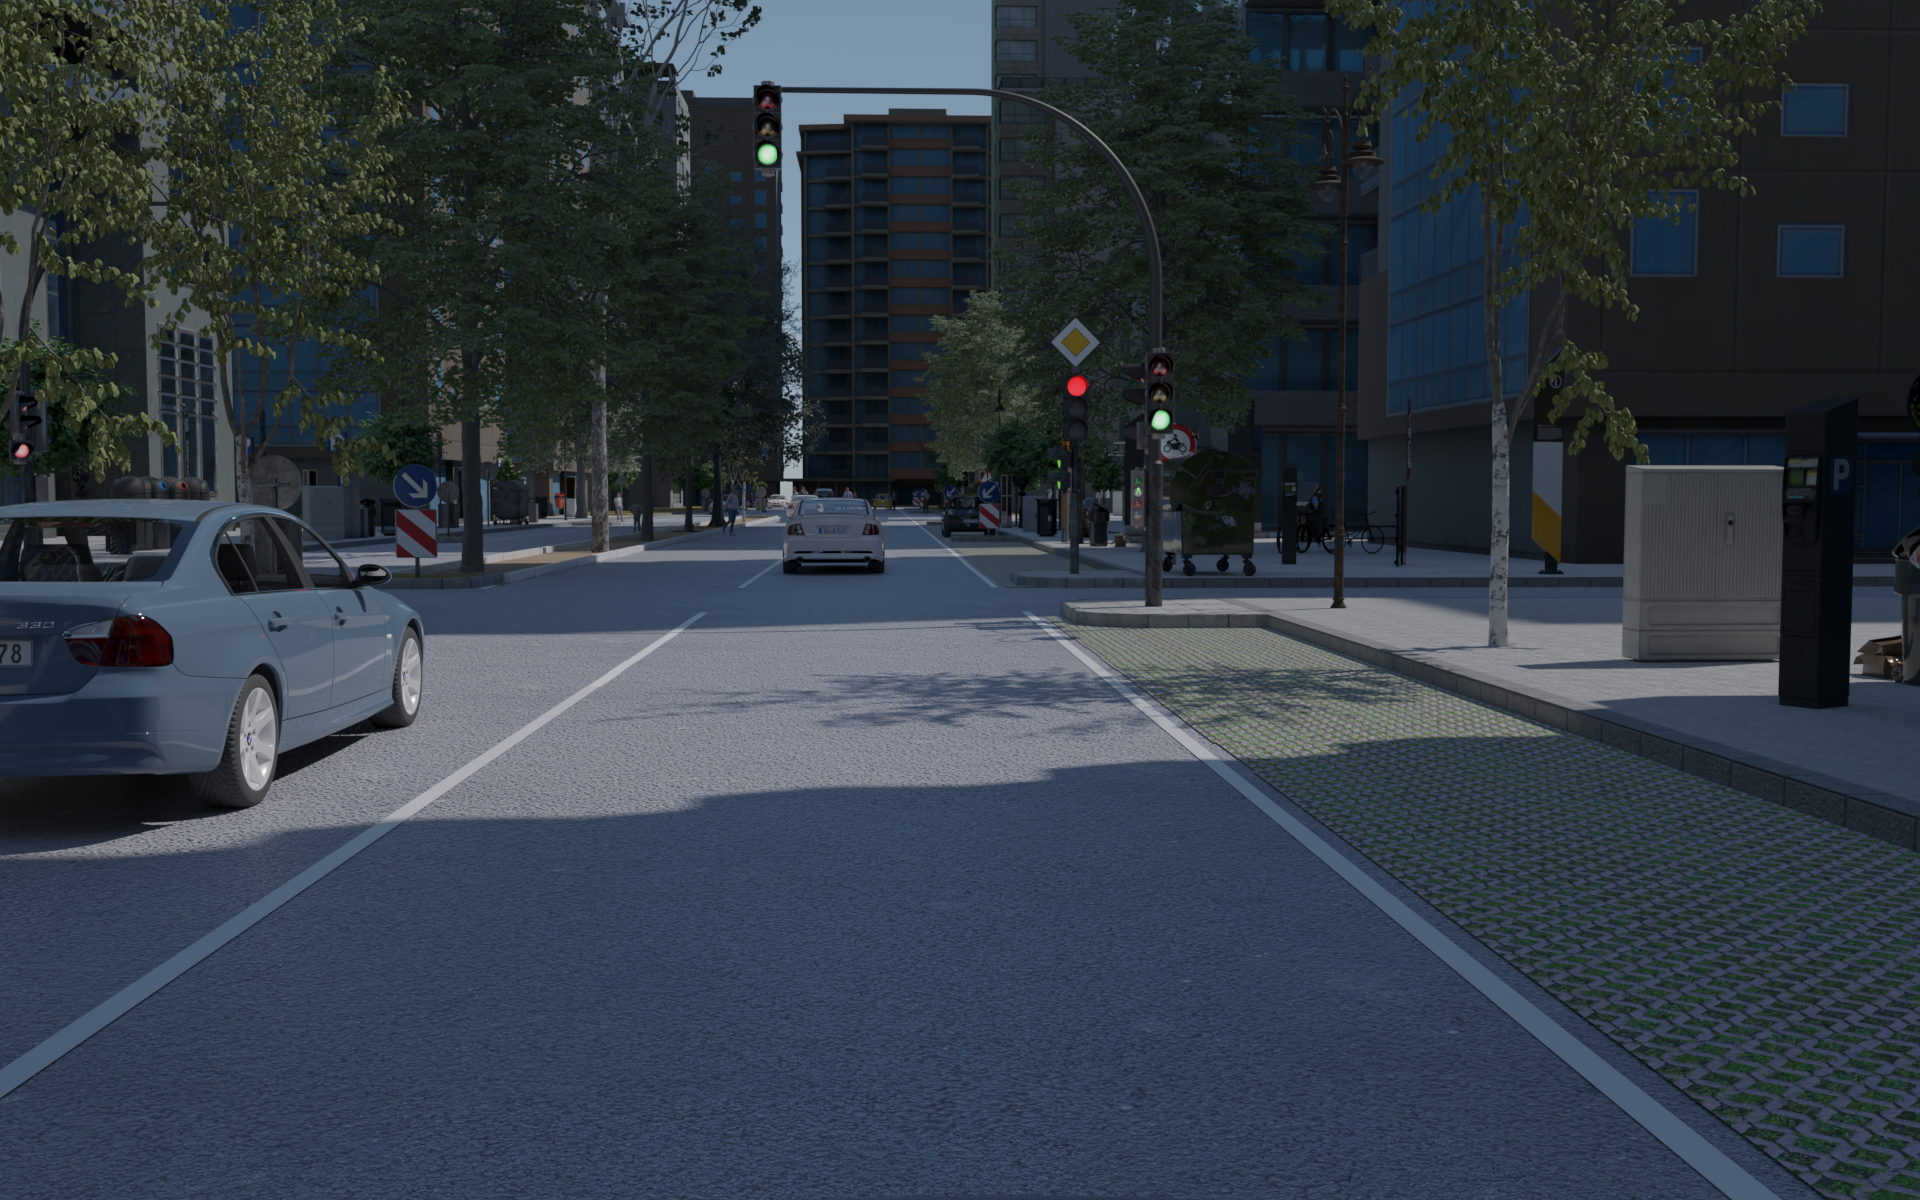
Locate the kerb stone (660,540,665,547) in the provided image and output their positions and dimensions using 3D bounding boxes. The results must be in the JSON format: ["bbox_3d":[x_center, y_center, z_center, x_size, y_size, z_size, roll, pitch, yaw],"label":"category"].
[{"bbox_3d":[-8.172,-1.507,46.834,0.120,0.150,1.000,0,4,-3],"label":"kerb stone"}]

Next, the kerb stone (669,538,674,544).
[{"bbox_3d":[-8.271,-1.631,48.876,0.120,0.150,1.000,0,4,-3],"label":"kerb stone"}]

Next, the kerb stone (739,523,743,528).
[{"bbox_3d":[-9.411,-3.135,73.451,0.120,0.150,1.000,0,4,-3],"label":"kerb stone"}]

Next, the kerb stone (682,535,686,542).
[{"bbox_3d":[-8.412,-1.815,51.946,0.120,0.150,1.000,0,4,-3],"label":"kerb stone"}]

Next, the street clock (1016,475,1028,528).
[{"bbox_3d":[2.312,-3.675,64.662,0.358,2.002,0.471,3,5,43],"label":"street clock"}]

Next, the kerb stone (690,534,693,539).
[{"bbox_3d":[-8.521,-1.945,53.992,0.120,0.150,1.000,0,4,-3],"label":"kerb stone"}]

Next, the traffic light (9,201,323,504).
[{"bbox_3d":[-12.391,-3.203,27.041,4.771,5.953,1.251,0,4,-3],"label":"traffic light"}]

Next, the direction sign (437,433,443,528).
[{"bbox_3d":[-19.410,-4.444,64.650,0.379,3.537,0.876,-2,4,-27],"label":"direction sign"}]

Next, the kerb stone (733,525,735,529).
[{"bbox_3d":[-9.220,-2.884,69.356,0.120,0.150,1.000,0,4,-3],"label":"kerb stone"}]

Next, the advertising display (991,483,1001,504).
[{"bbox_3d":[1.840,-4.505,78.866,0.974,1.923,0.123,2,4,34],"label":"advertising display"}]

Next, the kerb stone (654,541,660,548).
[{"bbox_3d":[-8.135,-1.442,45.811,0.120,0.150,1.000,0,4,-3],"label":"kerb stone"}]

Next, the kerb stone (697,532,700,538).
[{"bbox_3d":[-8.607,-2.070,56.048,0.120,0.150,1.000,0,4,-3],"label":"kerb stone"}]

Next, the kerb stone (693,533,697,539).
[{"bbox_3d":[-8.557,-1.998,55.023,0.120,0.150,1.000,0,4,-3],"label":"kerb stone"}]

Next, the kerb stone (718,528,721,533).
[{"bbox_3d":[-8.934,-2.508,63.216,0.120,0.150,1.000,0,4,-3],"label":"kerb stone"}]

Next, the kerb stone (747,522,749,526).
[{"bbox_3d":[-9.539,-3.318,76.518,0.120,0.150,1.000,0,4,-3],"label":"kerb stone"}]

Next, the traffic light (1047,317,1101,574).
[{"bbox_3d":[1.817,-2.370,27.676,0.839,4.253,0.868,0,4,-3],"label":"traffic light"}]

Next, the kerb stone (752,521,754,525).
[{"bbox_3d":[-9.690,-3.510,79.583,0.120,0.150,1.000,0,4,-3],"label":"kerb stone"}]

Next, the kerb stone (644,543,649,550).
[{"bbox_3d":[-8.044,-1.311,43.769,0.120,0.150,1.000,0,4,-3],"label":"kerb stone"}]

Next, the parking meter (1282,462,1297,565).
[{"bbox_3d":[6.007,-1.582,31.577,0.255,1.863,0.399,1,4,9],"label":"parking meter"}]

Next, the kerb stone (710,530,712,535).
[{"bbox_3d":[-8.794,-2.321,60.140,0.120,0.150,1.000,0,4,-3],"label":"kerb stone"}]

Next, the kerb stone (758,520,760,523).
[{"bbox_3d":[-9.883,-3.761,83.681,0.120,0.150,1.000,0,4,-3],"label":"kerb stone"}]

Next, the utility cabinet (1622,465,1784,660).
[{"bbox_3d":[5.731,-0.282,13.282,1.173,1.500,0.318,0,4,-4],"label":"utility cabinet"}]

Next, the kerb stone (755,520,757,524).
[{"bbox_3d":[-9.792,-3.634,81.636,0.120,0.150,1.000,0,4,-3],"label":"kerb stone"}]

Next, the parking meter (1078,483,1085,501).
[{"bbox_3d":[5.363,-4.379,77.301,0.399,1.863,0.255,3,5,43],"label":"parking meter"}]

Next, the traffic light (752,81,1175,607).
[{"bbox_3d":[0.099,-2.740,19.462,4.771,5.953,1.251,0,4,-3],"label":"traffic light"}]

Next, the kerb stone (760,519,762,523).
[{"bbox_3d":[-9.924,-3.823,84.702,0.120,0.150,1.000,0,4,-3],"label":"kerb stone"}]

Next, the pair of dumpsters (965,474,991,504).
[{"bbox_3d":[1.164,-5.228,87.967,1.574,2.255,4.437,0,4,-3],"label":"pair of dumpsters"}]

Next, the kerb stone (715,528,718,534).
[{"bbox_3d":[-8.881,-2.446,62.193,0.120,0.150,1.000,0,4,-3],"label":"kerb stone"}]

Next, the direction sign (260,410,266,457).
[{"bbox_3d":[-18.866,-3.361,46.948,0.379,3.537,0.876,-1,4,-15],"label":"direction sign"}]

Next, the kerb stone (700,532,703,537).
[{"bbox_3d":[-8.648,-2.130,57.071,0.120,0.150,1.000,0,4,-3],"label":"kerb stone"}]

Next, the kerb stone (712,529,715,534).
[{"bbox_3d":[-8.840,-2.379,61.171,0.120,0.150,1.000,0,4,-3],"label":"kerb stone"}]

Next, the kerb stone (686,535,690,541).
[{"bbox_3d":[-8.461,-1.882,52.968,0.120,0.150,1.000,0,4,-3],"label":"kerb stone"}]

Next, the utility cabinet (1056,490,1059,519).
[{"bbox_3d":[5.436,-4.807,87.272,1.173,1.500,0.318,2,4,28],"label":"utility cabinet"}]

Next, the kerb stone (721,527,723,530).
[{"bbox_3d":[-8.984,-2.570,64.242,0.120,0.150,1.000,0,4,-3],"label":"kerb stone"}]

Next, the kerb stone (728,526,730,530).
[{"bbox_3d":[-9.129,-2.759,67.309,0.120,0.150,1.000,0,4,-3],"label":"kerb stone"}]

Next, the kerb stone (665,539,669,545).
[{"bbox_3d":[-8.226,-1.561,47.855,0.120,0.150,1.000,0,4,-3],"label":"kerb stone"}]

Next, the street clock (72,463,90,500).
[{"bbox_3d":[-20.736,-2.222,40.897,0.471,2.002,0.358,3,5,42],"label":"street clock"}]

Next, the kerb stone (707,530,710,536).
[{"bbox_3d":[-8.734,-2.258,59.119,0.120,0.150,1.000,0,4,-3],"label":"kerb stone"}]

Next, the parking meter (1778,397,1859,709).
[{"bbox_3d":[5.167,-0.289,10.438,0.399,1.863,0.255,-2,4,-31],"label":"parking meter"}]

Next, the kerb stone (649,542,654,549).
[{"bbox_3d":[-8.093,-1.382,44.790,0.120,0.150,1.000,0,4,-3],"label":"kerb stone"}]

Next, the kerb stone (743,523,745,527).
[{"bbox_3d":[-9.452,-3.198,74.475,0.120,0.150,1.000,0,4,-3],"label":"kerb stone"}]

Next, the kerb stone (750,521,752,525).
[{"bbox_3d":[-9.644,-3.446,78.562,0.120,0.150,1.000,0,4,-3],"label":"kerb stone"}]

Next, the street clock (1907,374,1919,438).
[{"bbox_3d":[5.325,-0.287,9.269,0.471,2.002,0.358,3,4,37],"label":"street clock"}]

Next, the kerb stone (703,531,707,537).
[{"bbox_3d":[-8.693,-2.196,58.094,0.120,0.150,1.000,0,4,-3],"label":"kerb stone"}]

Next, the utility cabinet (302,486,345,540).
[{"bbox_3d":[-17.386,-2.363,47.322,0.318,1.500,1.173,2,4,28],"label":"utility cabinet"}]

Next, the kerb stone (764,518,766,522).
[{"bbox_3d":[-10.068,-4.011,87.773,0.120,0.150,1.000,0,4,-3],"label":"kerb stone"}]

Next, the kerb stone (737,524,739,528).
[{"bbox_3d":[-9.307,-3.010,71.404,0.120,0.150,1.000,0,4,-3],"label":"kerb stone"}]

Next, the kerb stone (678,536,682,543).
[{"bbox_3d":[-8.369,-1.754,50.924,0.120,0.150,1.000,0,4,-3],"label":"kerb stone"}]

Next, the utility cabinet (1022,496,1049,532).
[{"bbox_3d":[2.530,-2.879,58.226,0.306,1.237,1.020,-3,4,-38],"label":"utility cabinet"}]

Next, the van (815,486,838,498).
[{"bbox_3d":[-10.513,-7.796,134.483,2.013,2.044,4.112,0,4,-4],"label":"van"}]

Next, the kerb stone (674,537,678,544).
[{"bbox_3d":[-8.320,-1.695,49.903,0.120,0.150,1.000,0,4,-3],"label":"kerb stone"}]

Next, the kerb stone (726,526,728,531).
[{"bbox_3d":[-9.088,-2.697,66.283,0.120,0.150,1.000,0,4,-3],"label":"kerb stone"}]

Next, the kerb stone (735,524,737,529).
[{"bbox_3d":[-9.268,-2.947,70.377,0.120,0.150,1.000,0,4,-3],"label":"kerb stone"}]

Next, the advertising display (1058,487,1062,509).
[{"bbox_3d":[4.598,-4.547,79.564,0.123,1.923,0.974,0,4,-1],"label":"advertising display"}]

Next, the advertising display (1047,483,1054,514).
[{"bbox_3d":[5.260,-5.837,100.643,0.123,1.923,0.974,-1,4,-15],"label":"advertising display"}]

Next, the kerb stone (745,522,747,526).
[{"bbox_3d":[-9.503,-3.257,75.496,0.120,0.150,1.000,0,4,-3],"label":"kerb stone"}]
